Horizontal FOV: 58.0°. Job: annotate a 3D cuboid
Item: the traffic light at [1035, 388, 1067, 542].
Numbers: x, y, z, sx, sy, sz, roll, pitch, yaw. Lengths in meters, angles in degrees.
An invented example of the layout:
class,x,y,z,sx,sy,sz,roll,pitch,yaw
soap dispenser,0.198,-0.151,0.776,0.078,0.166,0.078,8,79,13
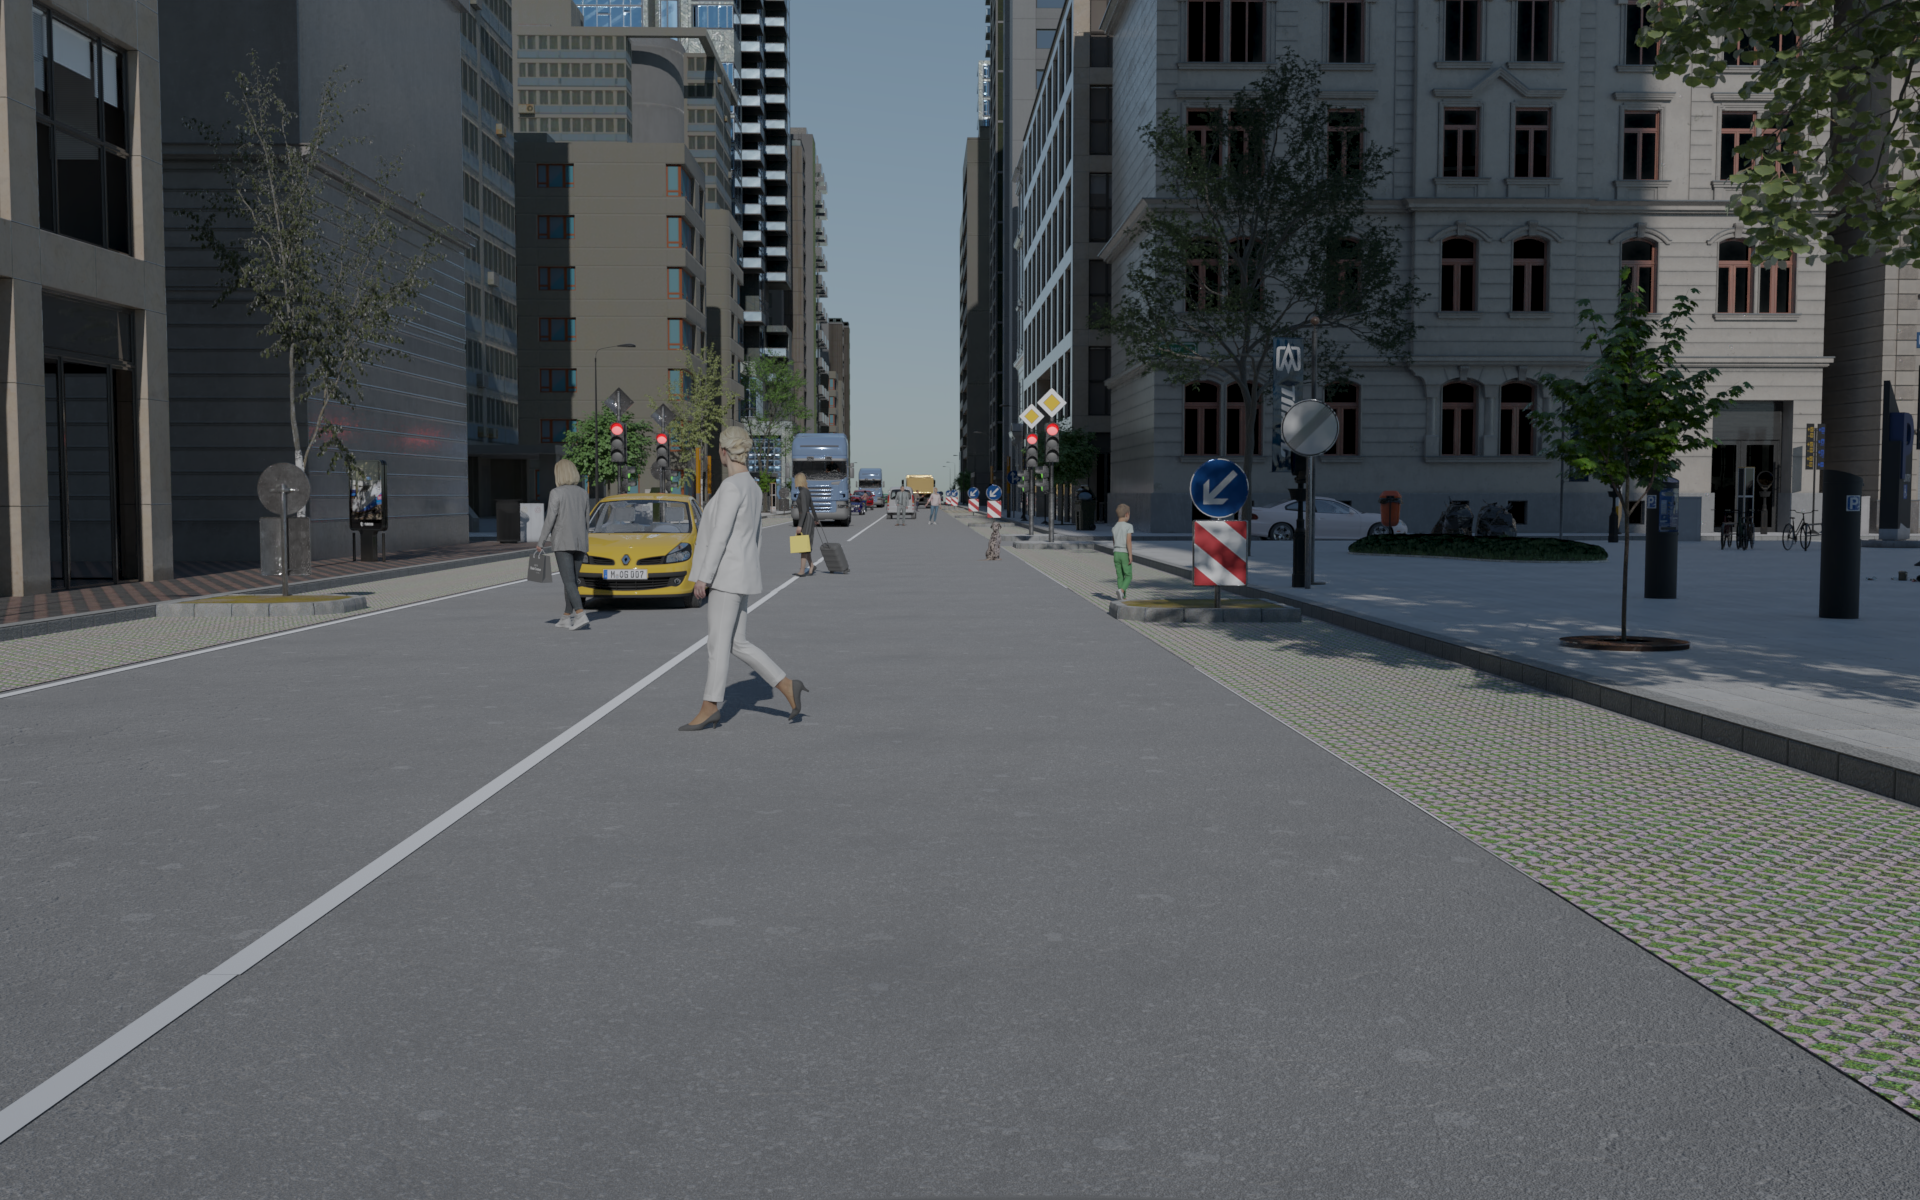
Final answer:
class,x,y,z,sx,sy,sz,roll,pitch,yaw
traffic light,2.407,-3.485,45.895,0.839,4.253,0.868,0,4,-1

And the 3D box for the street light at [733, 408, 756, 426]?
class,x,y,z,sx,sy,sz,roll,pitch,yaw
street light,-11.643,-7.382,93.238,1.470,5.913,1.316,0,4,-1

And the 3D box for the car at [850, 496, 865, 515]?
class,x,y,z,sx,sy,sz,roll,pitch,yaw
car,-7.402,-6.445,117.954,1.945,1.354,3.894,0,4,0

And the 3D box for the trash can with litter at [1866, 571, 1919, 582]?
class,x,y,z,sx,sy,sz,roll,pitch,yaw
trash can with litter,14.496,-0.867,25.231,2.233,1.210,1.678,3,5,43

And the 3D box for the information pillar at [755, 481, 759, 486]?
class,x,y,z,sx,sy,sz,roll,pitch,yaw
information pillar,-11.885,-5.879,100.617,0.304,2.012,0.304,1,4,11

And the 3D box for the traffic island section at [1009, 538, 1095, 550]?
class,x,y,z,sx,sy,sz,roll,pitch,yaw
traffic island section,2.447,-1.451,46.010,2.009,0.180,2.903,0,4,-1

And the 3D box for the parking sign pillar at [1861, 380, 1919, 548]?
class,x,y,z,sx,sy,sz,roll,pitch,yaw
parking sign pillar,22.471,-3.246,41.544,1.447,3.967,1.447,3,5,40

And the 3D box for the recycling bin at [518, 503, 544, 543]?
class,x,y,z,sx,sy,sz,roll,pitch,yaw
recycling bin,-11.539,-2.061,46.249,0.722,1.027,0.722,-2,4,-27

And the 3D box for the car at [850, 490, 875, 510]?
class,x,y,z,sx,sy,sz,roll,pitch,yaw
car,-8.712,-8.918,154.484,2.281,1.827,5.304,0,4,-3

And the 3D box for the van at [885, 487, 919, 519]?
class,x,y,z,sx,sy,sz,roll,pitch,yaw
van,-3.355,-5.670,99.715,2.013,2.044,4.112,0,4,0

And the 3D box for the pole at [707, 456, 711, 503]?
class,x,y,z,sx,sy,sz,roll,pitch,yaw
pole,-13.431,-6.050,92.762,0.158,3.312,0.155,0,3,0

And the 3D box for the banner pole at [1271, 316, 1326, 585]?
class,x,y,z,sx,sy,sz,roll,pitch,yaw
banner pole,4.776,-2.107,24.466,0.863,3.779,0.401,-1,4,-13

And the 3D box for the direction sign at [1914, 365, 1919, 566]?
class,x,y,z,sx,sy,sz,roll,pitch,yaw
direction sign,17.209,-2.370,30.741,0.876,3.537,0.379,-2,4,-33

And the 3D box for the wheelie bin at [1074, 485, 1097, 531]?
class,x,y,z,sx,sy,sz,roll,pitch,yaw
wheelie bin,4.400,-3.239,60.870,0.693,1.594,0.980,-1,4,-20

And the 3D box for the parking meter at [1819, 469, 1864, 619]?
class,x,y,z,sx,sy,sz,roll,pitch,yaw
parking meter,9.105,-0.580,17.901,0.372,1.533,0.369,0,3,0

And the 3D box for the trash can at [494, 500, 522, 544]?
class,x,y,z,sx,sy,sz,roll,pitch,yaw
trash can,-11.714,-2.035,44.927,0.748,1.137,0.748,0,3,0

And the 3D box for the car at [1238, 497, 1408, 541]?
class,x,y,z,sx,sy,sz,roll,pitch,yaw
car,10.365,-2.277,49.593,4.827,1.381,2.083,0,4,-1

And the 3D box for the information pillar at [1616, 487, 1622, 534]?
class,x,y,z,sx,sy,sz,roll,pitch,yaw
information pillar,20.992,-3.901,55.136,0.183,3.616,0.504,2,4,32

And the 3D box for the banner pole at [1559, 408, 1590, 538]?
class,x,y,z,sx,sy,sz,roll,pitch,yaw
banner pole,15.280,-3.255,43.232,0.863,3.779,0.401,1,4,21

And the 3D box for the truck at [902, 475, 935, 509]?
class,x,y,z,sx,sy,sz,roll,pitch,yaw
truck,-4.073,-10.852,173.349,3.469,3.379,9.791,0,4,-3

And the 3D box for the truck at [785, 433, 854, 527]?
class,x,y,z,sx,sy,sz,roll,pitch,yaw
truck,-6.475,-5.684,82.692,2.967,4.110,18.799,0,4,-3

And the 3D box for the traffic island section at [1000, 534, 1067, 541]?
class,x,y,z,sx,sy,sz,roll,pitch,yaw
traffic island section,2.245,-1.940,53.992,2.009,0.180,2.903,0,4,-1

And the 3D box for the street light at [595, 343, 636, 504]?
class,x,y,z,sx,sy,sz,roll,pitch,yaw
street light,-10.688,-4.953,53.518,1.470,5.913,1.316,0,4,-1

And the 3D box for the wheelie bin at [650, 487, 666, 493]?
class,x,y,z,sx,sy,sz,roll,pitch,yaw
wheelie bin,-13.888,-4.374,79.426,0.980,1.594,0.693,1,4,19

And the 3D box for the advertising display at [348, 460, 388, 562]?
class,x,y,z,sx,sy,sz,roll,pitch,yaw
advertising display,-11.215,-1.689,32.824,0.974,1.923,0.123,2,4,32

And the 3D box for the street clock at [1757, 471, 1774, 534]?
class,x,y,z,sx,sy,sz,roll,pitch,yaw
street clock,25.558,-3.085,55.010,0.471,2.002,0.358,1,4,19

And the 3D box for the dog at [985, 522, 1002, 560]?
class,x,y,z,sx,sy,sz,roll,pitch,yaw
dog,0.630,-1.269,37.578,0.800,0.831,0.513,-2,4,-34

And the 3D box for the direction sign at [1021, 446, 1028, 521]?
class,x,y,z,sx,sy,sz,roll,pitch,yaw
direction sign,3.071,-5.522,82.277,0.379,3.537,0.876,-1,4,-11

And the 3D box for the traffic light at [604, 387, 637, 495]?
class,x,y,z,sx,sy,sz,roll,pitch,yaw
traffic light,-8.950,-3.466,45.592,0.839,4.253,0.868,0,4,-1

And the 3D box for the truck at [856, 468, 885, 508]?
class,x,y,z,sx,sy,sz,roll,pitch,yaw
truck,-9.442,-12.020,186.290,2.967,4.110,18.799,0,4,-1

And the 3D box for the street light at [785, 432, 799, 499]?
class,x,y,z,sx,sy,sz,roll,pitch,yaw
street light,-12.540,-9.628,129.961,1.470,5.913,1.316,0,4,-1

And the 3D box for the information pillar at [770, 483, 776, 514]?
class,x,y,z,sx,sy,sz,roll,pitch,yaw
information pillar,-12.299,-6.691,113.894,0.304,2.012,0.304,-2,4,-31

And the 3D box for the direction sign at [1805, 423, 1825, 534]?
class,x,y,z,sx,sy,sz,roll,pitch,yaw
direction sign,27.464,-3.895,55.673,0.876,3.537,0.379,-2,4,-27

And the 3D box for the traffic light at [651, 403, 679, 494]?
class,x,y,z,sx,sy,sz,roll,pitch,yaw
traffic light,-9.153,-3.954,53.574,0.839,4.253,0.868,0,4,-1

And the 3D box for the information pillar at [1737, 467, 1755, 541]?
class,x,y,z,sx,sy,sz,roll,pitch,yaw
information pillar,21.360,-2.606,47.099,0.304,2.012,0.304,-1,4,-10

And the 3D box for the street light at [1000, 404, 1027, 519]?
class,x,y,z,sx,sy,sz,roll,pitch,yaw
street light,2.754,-7.175,89.859,1.470,5.913,1.316,0,4,-1

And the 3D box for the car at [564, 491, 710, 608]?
class,x,y,z,sx,sy,sz,roll,pitch,yaw
car,-4.160,-0.778,22.949,2.015,1.641,3.980,0,4,-3

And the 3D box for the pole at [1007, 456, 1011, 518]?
class,x,y,z,sx,sy,sz,roll,pitch,yaw
pole,2.648,-6.123,93.948,0.158,3.312,0.155,0,3,0

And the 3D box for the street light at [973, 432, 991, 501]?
class,x,y,z,sx,sy,sz,roll,pitch,yaw
street light,1.730,-9.572,129.036,1.470,5.913,1.316,0,4,-1

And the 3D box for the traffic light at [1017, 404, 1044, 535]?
class,x,y,z,sx,sy,sz,roll,pitch,yaw
traffic light,2.204,-3.973,53.878,0.839,4.253,0.868,0,4,-1

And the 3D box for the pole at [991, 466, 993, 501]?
class,x,y,z,sx,sy,sz,roll,pitch,yaw
pole,2.326,-8.075,125.871,0.158,3.312,0.155,0,3,0

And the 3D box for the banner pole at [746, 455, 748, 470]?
class,x,y,z,sx,sy,sz,roll,pitch,yaw
banner pole,-13.662,-7.394,110.905,0.401,3.779,0.863,-1,4,-14

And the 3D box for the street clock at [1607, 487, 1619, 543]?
class,x,y,z,sx,sy,sz,roll,pitch,yaw
street clock,17.271,-2.518,45.735,0.471,2.002,0.358,-2,4,-34

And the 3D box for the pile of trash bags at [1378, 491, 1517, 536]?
class,x,y,z,sx,sy,sz,roll,pitch,yaw
pile of trash bags,12.408,-2.103,44.129,3.447,1.369,1.912,1,4,15

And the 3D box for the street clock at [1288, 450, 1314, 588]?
class,x,y,z,sx,sy,sz,roll,pitch,yaw
street clock,4.671,-1.174,23.763,0.358,2.002,0.471,0,4,2

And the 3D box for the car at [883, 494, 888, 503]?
class,x,y,z,sx,sy,sz,roll,pitch,yaw
car,-10.112,-13.453,228.759,1.959,1.807,4.718,0,4,-3

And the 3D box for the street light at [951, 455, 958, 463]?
class,x,y,z,sx,sy,sz,roll,pitch,yaw
street light,-0.116,-14.253,205.571,1.470,5.913,1.316,0,4,-1

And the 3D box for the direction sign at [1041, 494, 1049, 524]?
class,x,y,z,sx,sy,sz,roll,pitch,yaw
direction sign,3.670,-5.050,74.560,0.876,3.537,0.379,0,4,5

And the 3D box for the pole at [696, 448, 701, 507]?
class,x,y,z,sx,sy,sz,roll,pitch,yaw
pole,-11.519,-5.044,76.319,0.158,3.312,0.155,0,3,0

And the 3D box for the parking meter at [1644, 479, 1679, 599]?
class,x,y,z,sx,sy,sz,roll,pitch,yaw
parking meter,8.629,-0.788,21.295,0.372,1.533,0.369,0,3,0

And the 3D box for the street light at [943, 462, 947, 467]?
class,x,y,z,sx,sy,sz,roll,pitch,yaw
street light,-1.272,-16.886,248.631,1.470,5.913,1.316,0,4,-1

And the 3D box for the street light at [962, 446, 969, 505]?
class,x,y,z,sx,sy,sz,roll,pitch,yaw
street light,0.898,-11.831,165.982,1.470,5.913,1.316,0,4,-1

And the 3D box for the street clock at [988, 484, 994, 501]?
class,x,y,z,sx,sy,sz,roll,pitch,yaw
street clock,2.190,-7.103,120.696,0.471,2.002,0.358,0,4,1
